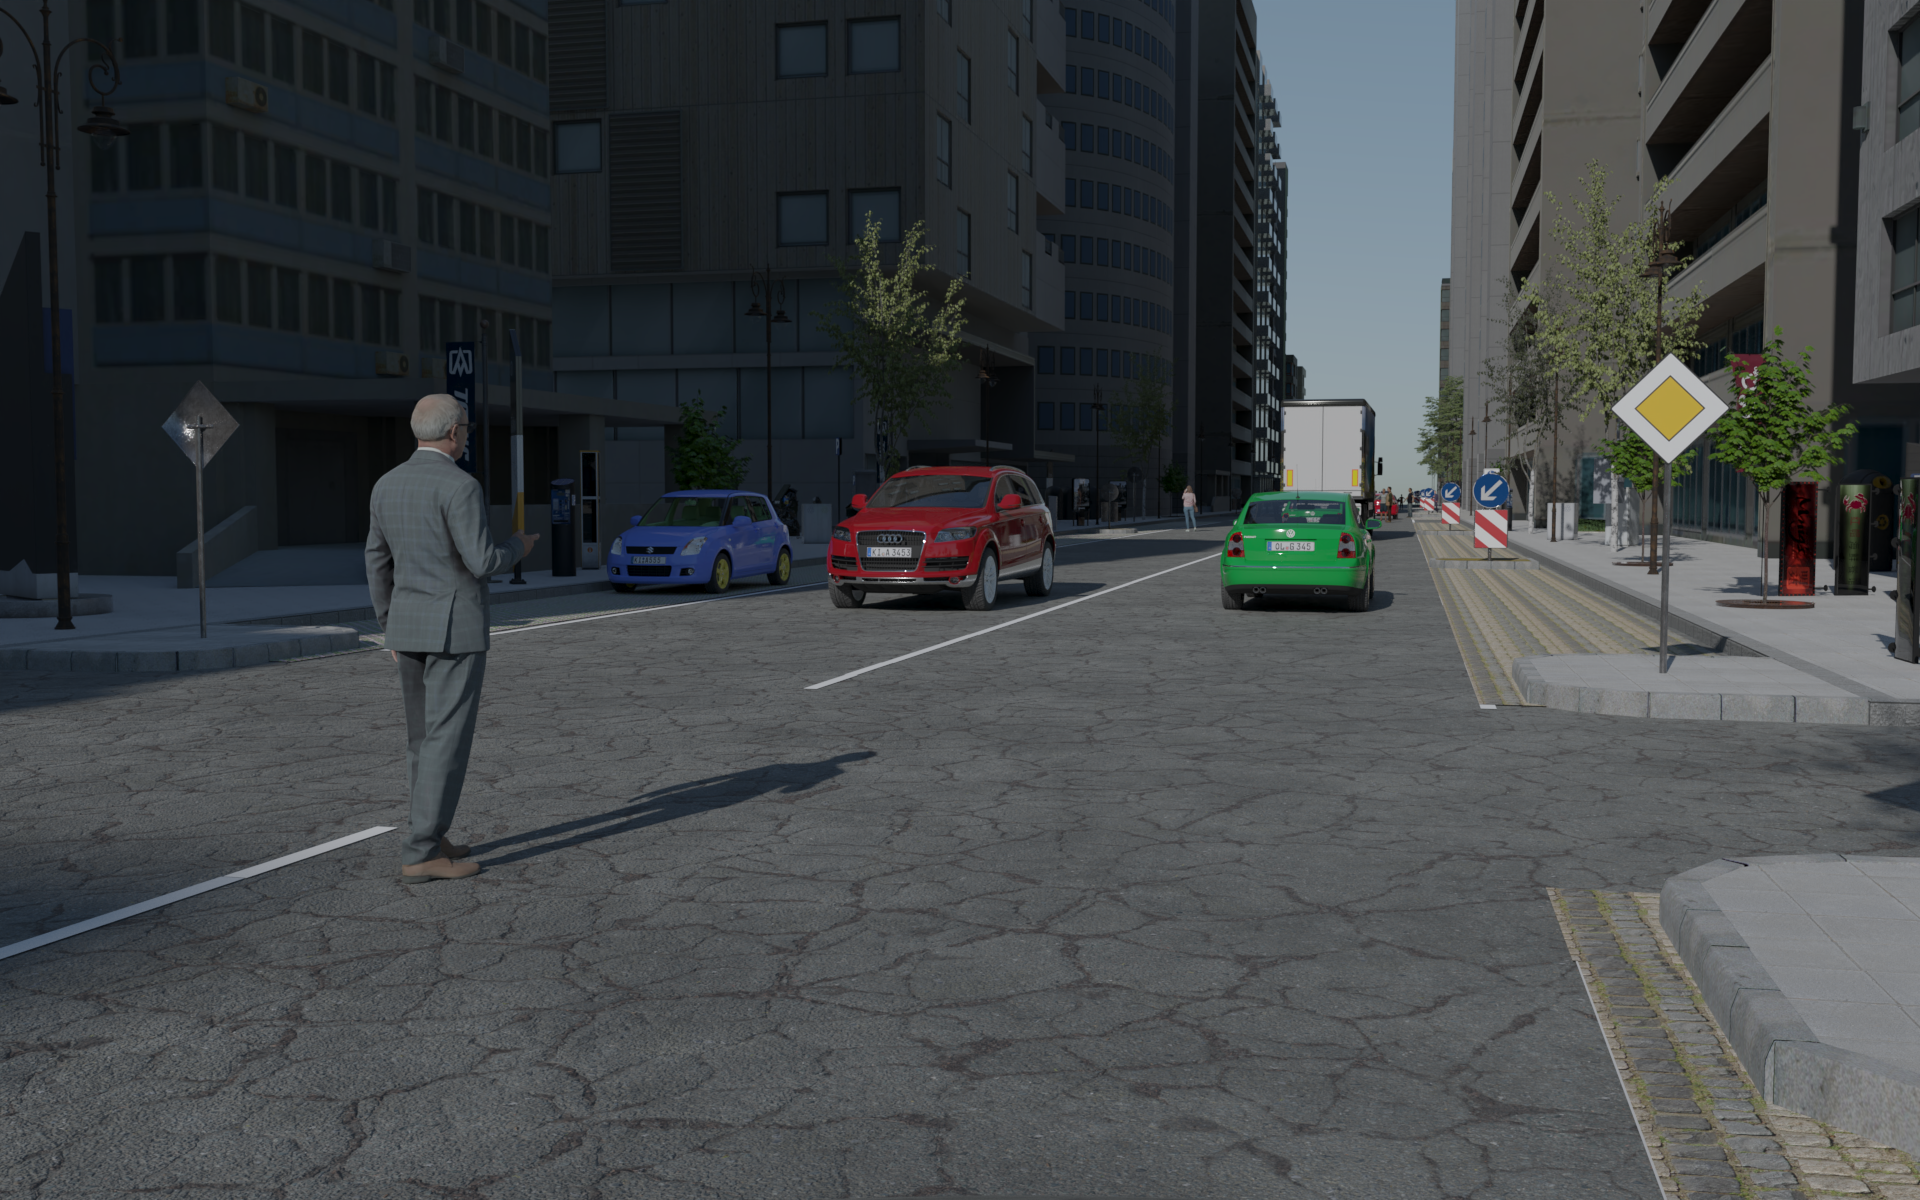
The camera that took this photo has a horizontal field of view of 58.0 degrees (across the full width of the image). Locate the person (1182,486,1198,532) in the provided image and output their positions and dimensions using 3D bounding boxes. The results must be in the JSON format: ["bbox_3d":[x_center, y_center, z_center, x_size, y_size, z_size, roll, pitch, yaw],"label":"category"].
[{"bbox_3d":[8.825,-3.496,66.246,0.593,1.750,0.643,0,4,-2],"label":"person"}]

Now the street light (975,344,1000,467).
[{"bbox_3d":[0.850,-4.933,53.444,0.468,5.910,1.993,1,4,14],"label":"street light"}]

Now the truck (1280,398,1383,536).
[{"bbox_3d":[12.181,-4.133,56.485,2.839,4.237,11.283,1,4,15],"label":"truck"}]

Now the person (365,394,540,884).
[{"bbox_3d":[-1.914,0.129,6.571,0.661,1.801,0.590,2,4,33],"label":"person"}]

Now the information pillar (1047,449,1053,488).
[{"bbox_3d":[4.654,-6.019,89.759,0.183,3.616,0.504,2,4,34],"label":"information pillar"}]

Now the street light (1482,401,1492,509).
[{"bbox_3d":[25.582,-6.817,84.247,0.468,5.910,1.993,1,4,14],"label":"street light"}]

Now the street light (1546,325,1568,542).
[{"bbox_3d":[15.870,-4.486,46.136,0.468,5.910,1.993,1,4,14],"label":"street light"}]

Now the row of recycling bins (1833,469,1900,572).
[{"bbox_3d":[16.386,-1.312,28.566,3.534,1.692,1.069,1,4,17],"label":"row of recycling bins"}]

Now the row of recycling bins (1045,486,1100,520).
[{"bbox_3d":[5.655,-4.835,86.170,3.534,1.692,1.069,-3,5,-43],"label":"row of recycling bins"}]

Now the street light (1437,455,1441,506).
[{"bbox_3d":[50.522,-12.801,182.091,0.468,5.910,1.993,1,4,14],"label":"street light"}]

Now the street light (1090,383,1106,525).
[{"bbox_3d":[5.731,-6.075,72.115,0.468,5.910,1.993,1,4,14],"label":"street light"}]

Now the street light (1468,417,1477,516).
[{"bbox_3d":[30.262,-7.926,102.377,0.468,5.910,1.993,1,4,14],"label":"street light"}]

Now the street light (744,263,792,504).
[{"bbox_3d":[-3.839,-3.797,34.861,0.468,5.910,1.993,1,4,14],"label":"street light"}]

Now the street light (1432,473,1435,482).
[{"bbox_3d":[55.510,-13.980,201.367,0.468,5.910,1.993,1,4,14],"label":"street light"}]

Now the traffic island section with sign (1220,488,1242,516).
[{"bbox_3d":[17.884,-6.312,111.832,1.989,1.847,2.006,1,4,14],"label":"traffic island section with sign"}]

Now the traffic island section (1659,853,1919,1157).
[{"bbox_3d":[3.079,1.077,4.674,2.009,0.180,2.903,1,4,14],"label":"traffic island section"}]

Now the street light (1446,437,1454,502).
[{"bbox_3d":[39.744,-10.208,139.689,0.468,5.910,1.993,1,4,14],"label":"street light"}]

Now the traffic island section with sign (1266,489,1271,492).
[{"bbox_3d":[24.548,-7.910,137.954,1.989,1.847,2.006,1,4,14],"label":"traffic island section with sign"}]

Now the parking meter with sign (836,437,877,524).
[{"bbox_3d":[-2.933,-3.503,53.541,1.738,3.016,0.543,-1,4,-16],"label":"parking meter with sign"}]

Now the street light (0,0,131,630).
[{"bbox_3d":[-8.502,-2.660,16.273,0.468,5.910,1.993,1,4,14],"label":"street light"}]

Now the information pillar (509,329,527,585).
[{"bbox_3d":[-6.278,-2.030,24.541,0.183,3.616,0.504,-2,4,-24],"label":"information pillar"}]

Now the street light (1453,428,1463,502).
[{"bbox_3d":[34.919,-9.063,120.968,0.468,5.910,1.993,1,4,14],"label":"street light"}]

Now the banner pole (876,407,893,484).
[{"bbox_3d":[-2.123,-3.655,49.775,0.863,3.779,0.401,3,5,43],"label":"banner pole"}]

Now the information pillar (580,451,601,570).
[{"bbox_3d":[-6.266,-1.523,29.386,0.304,2.012,0.304,0,4,-4],"label":"information pillar"}]

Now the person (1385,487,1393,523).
[{"bbox_3d":[21.588,-4.808,87.208,0.705,1.812,1.348,1,4,11],"label":"person"}]

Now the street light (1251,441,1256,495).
[{"bbox_3d":[24.939,-10.686,147.502,0.468,5.910,1.993,1,4,14],"label":"street light"}]

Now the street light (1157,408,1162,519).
[{"bbox_3d":[10.414,-7.199,90.490,0.468,5.910,1.993,1,4,14],"label":"street light"}]

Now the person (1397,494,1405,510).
[{"bbox_3d":[40.028,-8.887,157.054,1.065,1.426,0.557,0,4,-1],"label":"person"}]

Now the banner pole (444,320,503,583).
[{"bbox_3d":[-7.050,-2.141,25.029,0.863,3.779,0.401,1,4,15],"label":"banner pole"}]

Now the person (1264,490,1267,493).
[{"bbox_3d":[22.708,-7.284,128.531,0.756,1.711,0.436,-2,4,-27],"label":"person"}]

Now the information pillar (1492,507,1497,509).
[{"bbox_3d":[25.214,-4.733,81.879,0.304,2.012,0.304,0,4,6],"label":"information pillar"}]

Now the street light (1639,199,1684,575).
[{"bbox_3d":[11.059,-3.344,27.457,0.468,5.910,1.993,1,4,14],"label":"street light"}]

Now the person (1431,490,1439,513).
[{"bbox_3d":[35.807,-7.414,130.638,0.541,1.710,0.530,2,4,33],"label":"person"}]

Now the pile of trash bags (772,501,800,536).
[{"bbox_3d":[-6.683,-2.628,52.720,3.447,1.369,1.912,-2,4,-23],"label":"pile of trash bags"}]

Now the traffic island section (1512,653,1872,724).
[{"bbox_3d":[5.056,0.604,12.411,2.009,0.180,2.903,1,4,14],"label":"traffic island section"}]

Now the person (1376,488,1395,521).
[{"bbox_3d":[22.431,-5.044,91.762,1.217,1.735,0.721,2,4,26],"label":"person"}]

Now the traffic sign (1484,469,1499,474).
[{"bbox_3d":[21.423,-4.142,69.849,0.606,2.300,0.079,2,4,23],"label":"traffic sign"}]

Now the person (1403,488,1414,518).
[{"bbox_3d":[27.170,-5.881,104.666,0.705,1.822,1.348,-1,4,-10],"label":"person"}]

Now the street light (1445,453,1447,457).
[{"bbox_3d":[44.528,-11.343,158.247,0.468,5.910,1.993,1,4,14],"label":"street light"}]

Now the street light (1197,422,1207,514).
[{"bbox_3d":[15.259,-8.359,109.457,0.468,5.910,1.993,1,4,14],"label":"street light"}]

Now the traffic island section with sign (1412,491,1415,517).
[{"bbox_3d":[29.457,-6.152,109.210,1.989,1.847,2.006,1,4,14],"label":"traffic island section with sign"}]

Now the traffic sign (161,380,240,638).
[{"bbox_3d":[-6.731,-0.716,15.355,0.795,2.450,0.064,1,4,14],"label":"traffic sign"}]

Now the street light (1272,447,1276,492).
[{"bbox_3d":[30.897,-12.109,170.770,0.468,5.910,1.993,1,4,14],"label":"street light"}]

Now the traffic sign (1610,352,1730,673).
[{"bbox_3d":[5.031,-0.532,12.340,0.795,2.450,0.064,1,4,14],"label":"traffic sign"}]

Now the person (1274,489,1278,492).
[{"bbox_3d":[16.234,-4.861,88.902,0.541,1.710,0.530,-1,4,-21],"label":"person"}]

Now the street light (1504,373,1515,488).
[{"bbox_3d":[20.767,-5.670,65.491,0.468,5.910,1.993,1,4,14],"label":"street light"}]

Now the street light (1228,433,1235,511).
[{"bbox_3d":[20.007,-9.495,128.024,0.468,5.910,1.993,1,4,14],"label":"street light"}]

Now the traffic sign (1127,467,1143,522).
[{"bbox_3d":[8.058,-4.891,80.077,0.768,2.556,0.104,2,4,24],"label":"traffic sign"}]

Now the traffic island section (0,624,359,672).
[{"bbox_3d":[-6.756,0.419,15.423,2.009,0.180,2.903,1,4,14],"label":"traffic island section"}]
